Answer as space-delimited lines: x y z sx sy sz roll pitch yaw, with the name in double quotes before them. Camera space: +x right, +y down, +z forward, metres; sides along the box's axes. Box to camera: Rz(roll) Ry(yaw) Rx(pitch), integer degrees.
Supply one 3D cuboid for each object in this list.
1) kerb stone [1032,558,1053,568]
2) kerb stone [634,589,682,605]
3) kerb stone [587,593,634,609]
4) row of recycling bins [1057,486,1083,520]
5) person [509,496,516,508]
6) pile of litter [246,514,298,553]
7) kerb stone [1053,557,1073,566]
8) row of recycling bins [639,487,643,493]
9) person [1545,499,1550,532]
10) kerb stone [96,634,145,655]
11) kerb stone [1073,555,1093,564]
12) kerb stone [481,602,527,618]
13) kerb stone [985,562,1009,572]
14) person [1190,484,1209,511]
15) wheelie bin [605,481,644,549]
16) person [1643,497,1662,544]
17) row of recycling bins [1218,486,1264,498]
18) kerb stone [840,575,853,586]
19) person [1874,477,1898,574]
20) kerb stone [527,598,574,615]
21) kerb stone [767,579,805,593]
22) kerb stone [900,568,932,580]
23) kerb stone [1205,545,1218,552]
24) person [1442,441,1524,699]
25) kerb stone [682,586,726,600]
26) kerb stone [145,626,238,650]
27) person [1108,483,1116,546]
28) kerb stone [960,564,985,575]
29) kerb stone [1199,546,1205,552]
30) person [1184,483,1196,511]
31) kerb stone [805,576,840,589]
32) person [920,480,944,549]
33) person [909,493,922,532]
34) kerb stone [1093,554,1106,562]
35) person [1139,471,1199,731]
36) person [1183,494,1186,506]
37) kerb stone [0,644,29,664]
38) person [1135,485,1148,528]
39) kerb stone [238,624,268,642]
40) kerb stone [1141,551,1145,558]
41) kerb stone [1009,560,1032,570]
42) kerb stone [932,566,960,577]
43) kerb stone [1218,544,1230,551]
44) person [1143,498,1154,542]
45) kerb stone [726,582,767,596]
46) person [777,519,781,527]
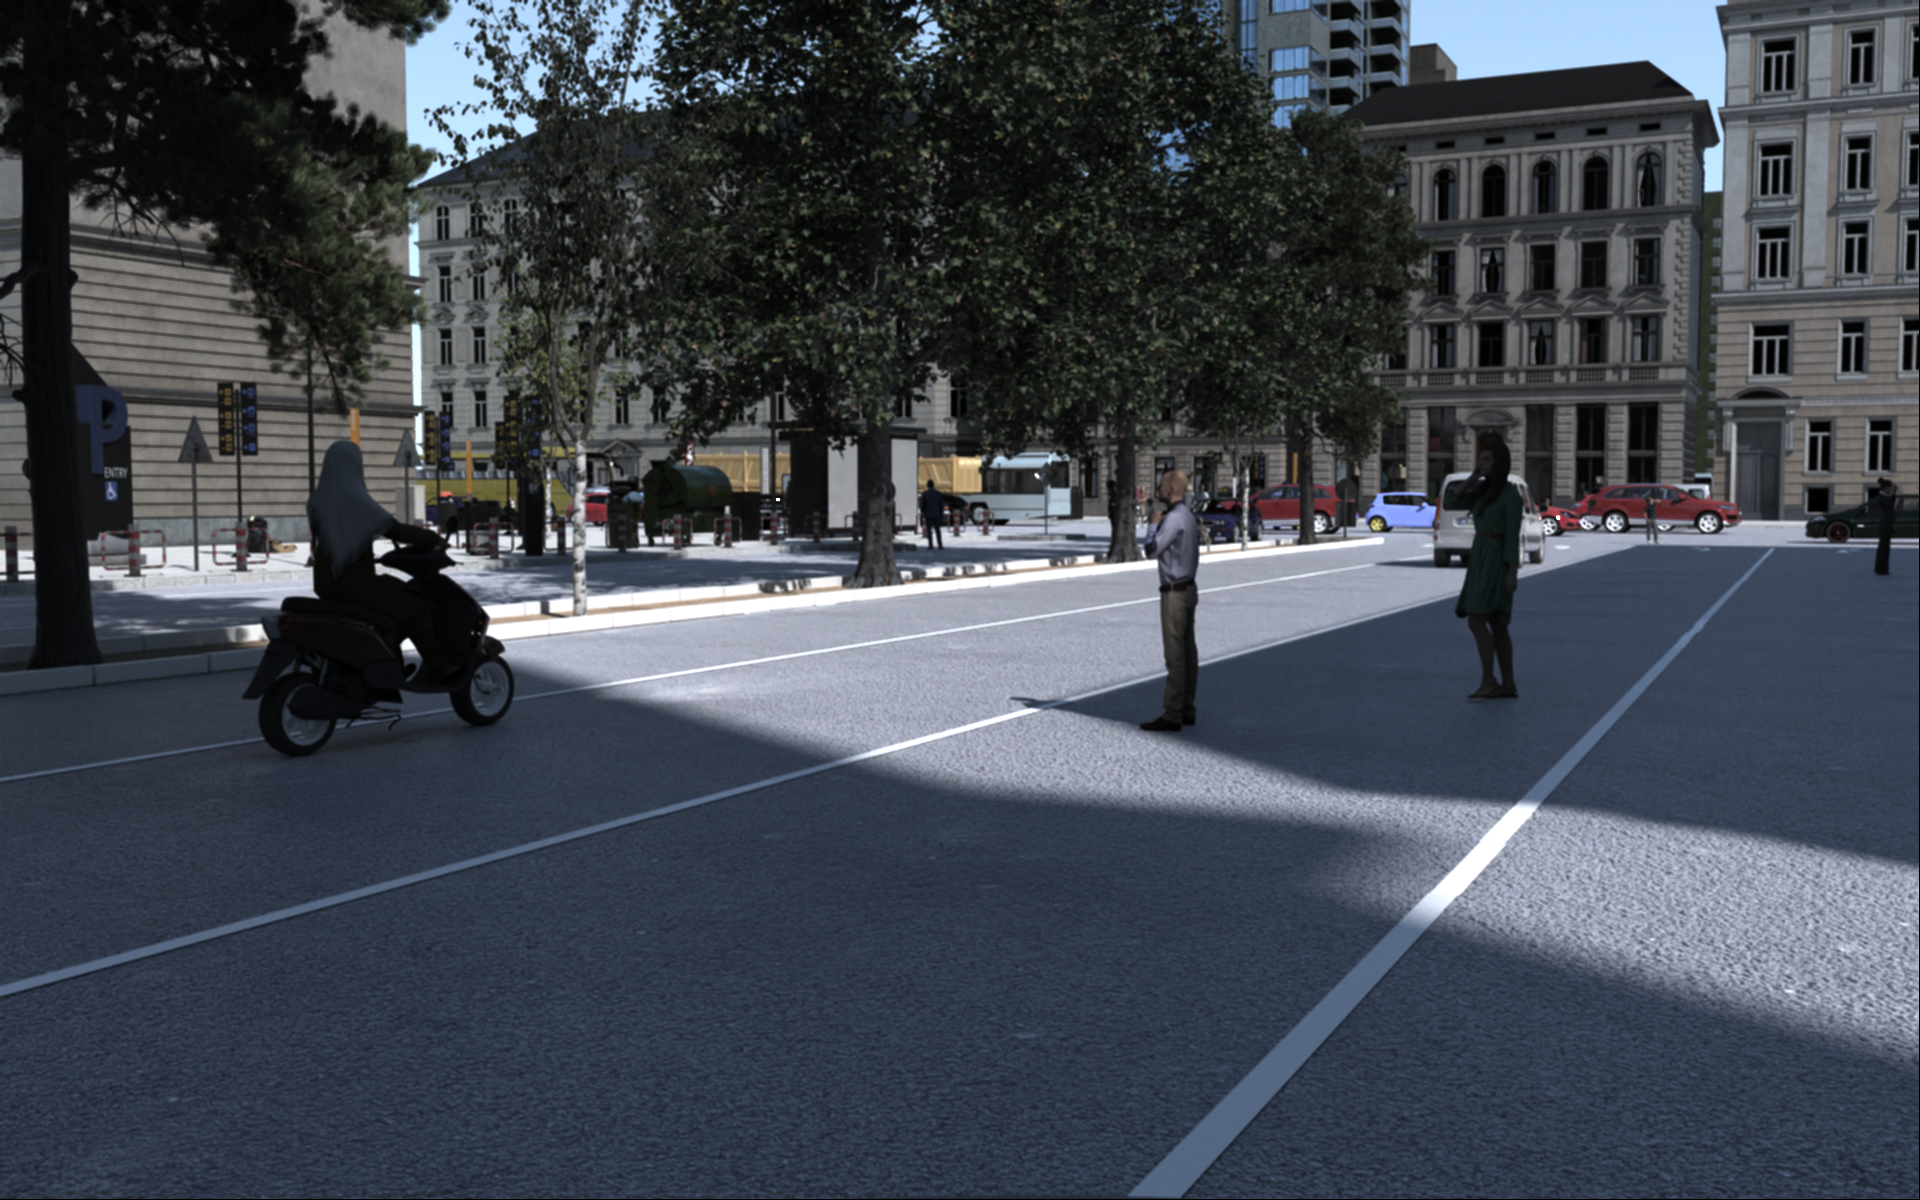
"kerb stone" 1.507 -0.706 33.741 0.120 0.150 1.000 2 4 26
"kerb stone" -4.018 -0.029 22.668 0.120 0.150 1.000 2 4 26
"kerb stone" -4.477 0.028 21.750 0.120 0.150 1.000 2 4 26
"row of recycling bins" 5.628 -4.932 87.753 1.069 1.692 3.534 1 4 13
"person" -20.830 -4.167 80.540 0.435 1.345 0.340 0 4 -3
"pile of litter" -15.229 -1.481 38.174 1.176 0.858 1.719 -1 4 -11
"kerb stone" 1.969 -0.762 34.658 0.120 0.150 1.000 2 4 26
"row of recycling bins" -19.772 -6.050 106.024 3.534 1.692 1.069 -2 4 -25
"person" 22.342 -3.237 66.107 0.332 1.250 0.352 -3 5 -43
"kerb stone" -7.696 0.427 15.300 0.120 0.150 1.000 2 4 26
"kerb stone" 2.433 -0.813 35.585 0.120 0.150 1.000 2 4 26
"kerb stone" -5.391 0.144 19.905 0.120 0.150 1.000 2 4 26
"kerb stone" 0.595 -0.594 31.902 0.120 0.150 1.000 2 4 26
"person" 7.717 -2.873 55.964 0.782 1.767 0.515 -1 4 -9
"wheelie bin" -7.907 -2.008 40.736 0.980 1.594 0.693 0 4 5
"person" 19.991 -2.297 49.971 0.435 1.345 0.340 -1 4 -19
"row of recycling bins" 14.779 -5.124 90.894 1.069 1.692 3.534 -2 4 -28
"kerb stone" -1.707 -0.311 27.299 0.120 0.150 1.000 2 4 26
"person" 16.522 -1.311 30.735 0.445 1.727 0.742 0 4 -3
"kerb stone" -4.934 0.083 20.830 0.120 0.150 1.000 2 4 26
"kerb stone" -2.628 -0.199 25.457 0.120 0.150 1.000 2 4 26
"kerb stone" -0.789 -0.419 29.141 0.120 0.150 1.000 2 4 26
"kerb stone" 6.115 -1.269 42.958 0.120 0.150 1.000 2 4 26
"person" 3.717 -0.201 12.030 0.529 1.795 0.600 -2 4 -27
"kerb stone" -3.560 -0.085 23.593 0.120 0.150 1.000 2 4 26
"kerb stone" -7.241 0.365 16.226 0.120 0.150 1.000 2 4 26
"person" 4.251 -2.326 47.234 0.576 1.737 0.504 2 4 26
"kerb stone" 0.136 -0.537 30.974 0.120 0.150 1.000 2 4 26
"kerb stone" 5.659 -1.211 42.038 0.120 0.150 1.000 2 4 26
"person" 7.761 -3.093 59.257 0.709 1.800 0.728 3 4 37
"kerb stone" -2.169 -0.256 26.380 0.120 0.150 1.000 2 4 26
"person" -0.700 -2.219 44.970 0.721 1.800 0.419 -1 4 -20
"person" -1.594 -3.109 60.059 0.841 1.734 0.376 1 4 12
"kerb stone" 2.889 -0.875 36.509 0.120 0.150 1.000 2 4 26
"person" 1.293 -0.003 10.616 0.319 1.574 0.516 2 4 30
"person" 6.509 -2.580 51.252 0.480 1.755 0.524 -1 4 -20
"kerb stone" -8.160 0.480 14.384 0.120 0.150 1.000 2 4 26
"person" 7.661 -3.999 73.859 0.580 1.828 0.573 -2 4 -35
"kerb stone" -6.781 0.309 17.143 0.120 0.150 1.000 2 4 26
"kerb stone" 3.815 -0.988 38.353 0.120 0.150 1.000 2 4 26
"kerb stone" 1.051 -0.650 32.822 0.120 0.150 1.000 2 4 26
"kerb stone" -0.328 -0.481 30.059 0.120 0.150 1.000 2 4 26
"kerb stone" 6.567 -1.326 43.879 0.120 0.150 1.000 2 4 26
"person" 5.758 -2.396 51.925 0.590 1.304 0.306 -1 4 -14
"kerb stone" -3.097 -0.134 24.528 0.120 0.150 1.000 2 4 26
"person" -7.958 -4.067 74.798 0.447 1.846 0.655 0 4 6
